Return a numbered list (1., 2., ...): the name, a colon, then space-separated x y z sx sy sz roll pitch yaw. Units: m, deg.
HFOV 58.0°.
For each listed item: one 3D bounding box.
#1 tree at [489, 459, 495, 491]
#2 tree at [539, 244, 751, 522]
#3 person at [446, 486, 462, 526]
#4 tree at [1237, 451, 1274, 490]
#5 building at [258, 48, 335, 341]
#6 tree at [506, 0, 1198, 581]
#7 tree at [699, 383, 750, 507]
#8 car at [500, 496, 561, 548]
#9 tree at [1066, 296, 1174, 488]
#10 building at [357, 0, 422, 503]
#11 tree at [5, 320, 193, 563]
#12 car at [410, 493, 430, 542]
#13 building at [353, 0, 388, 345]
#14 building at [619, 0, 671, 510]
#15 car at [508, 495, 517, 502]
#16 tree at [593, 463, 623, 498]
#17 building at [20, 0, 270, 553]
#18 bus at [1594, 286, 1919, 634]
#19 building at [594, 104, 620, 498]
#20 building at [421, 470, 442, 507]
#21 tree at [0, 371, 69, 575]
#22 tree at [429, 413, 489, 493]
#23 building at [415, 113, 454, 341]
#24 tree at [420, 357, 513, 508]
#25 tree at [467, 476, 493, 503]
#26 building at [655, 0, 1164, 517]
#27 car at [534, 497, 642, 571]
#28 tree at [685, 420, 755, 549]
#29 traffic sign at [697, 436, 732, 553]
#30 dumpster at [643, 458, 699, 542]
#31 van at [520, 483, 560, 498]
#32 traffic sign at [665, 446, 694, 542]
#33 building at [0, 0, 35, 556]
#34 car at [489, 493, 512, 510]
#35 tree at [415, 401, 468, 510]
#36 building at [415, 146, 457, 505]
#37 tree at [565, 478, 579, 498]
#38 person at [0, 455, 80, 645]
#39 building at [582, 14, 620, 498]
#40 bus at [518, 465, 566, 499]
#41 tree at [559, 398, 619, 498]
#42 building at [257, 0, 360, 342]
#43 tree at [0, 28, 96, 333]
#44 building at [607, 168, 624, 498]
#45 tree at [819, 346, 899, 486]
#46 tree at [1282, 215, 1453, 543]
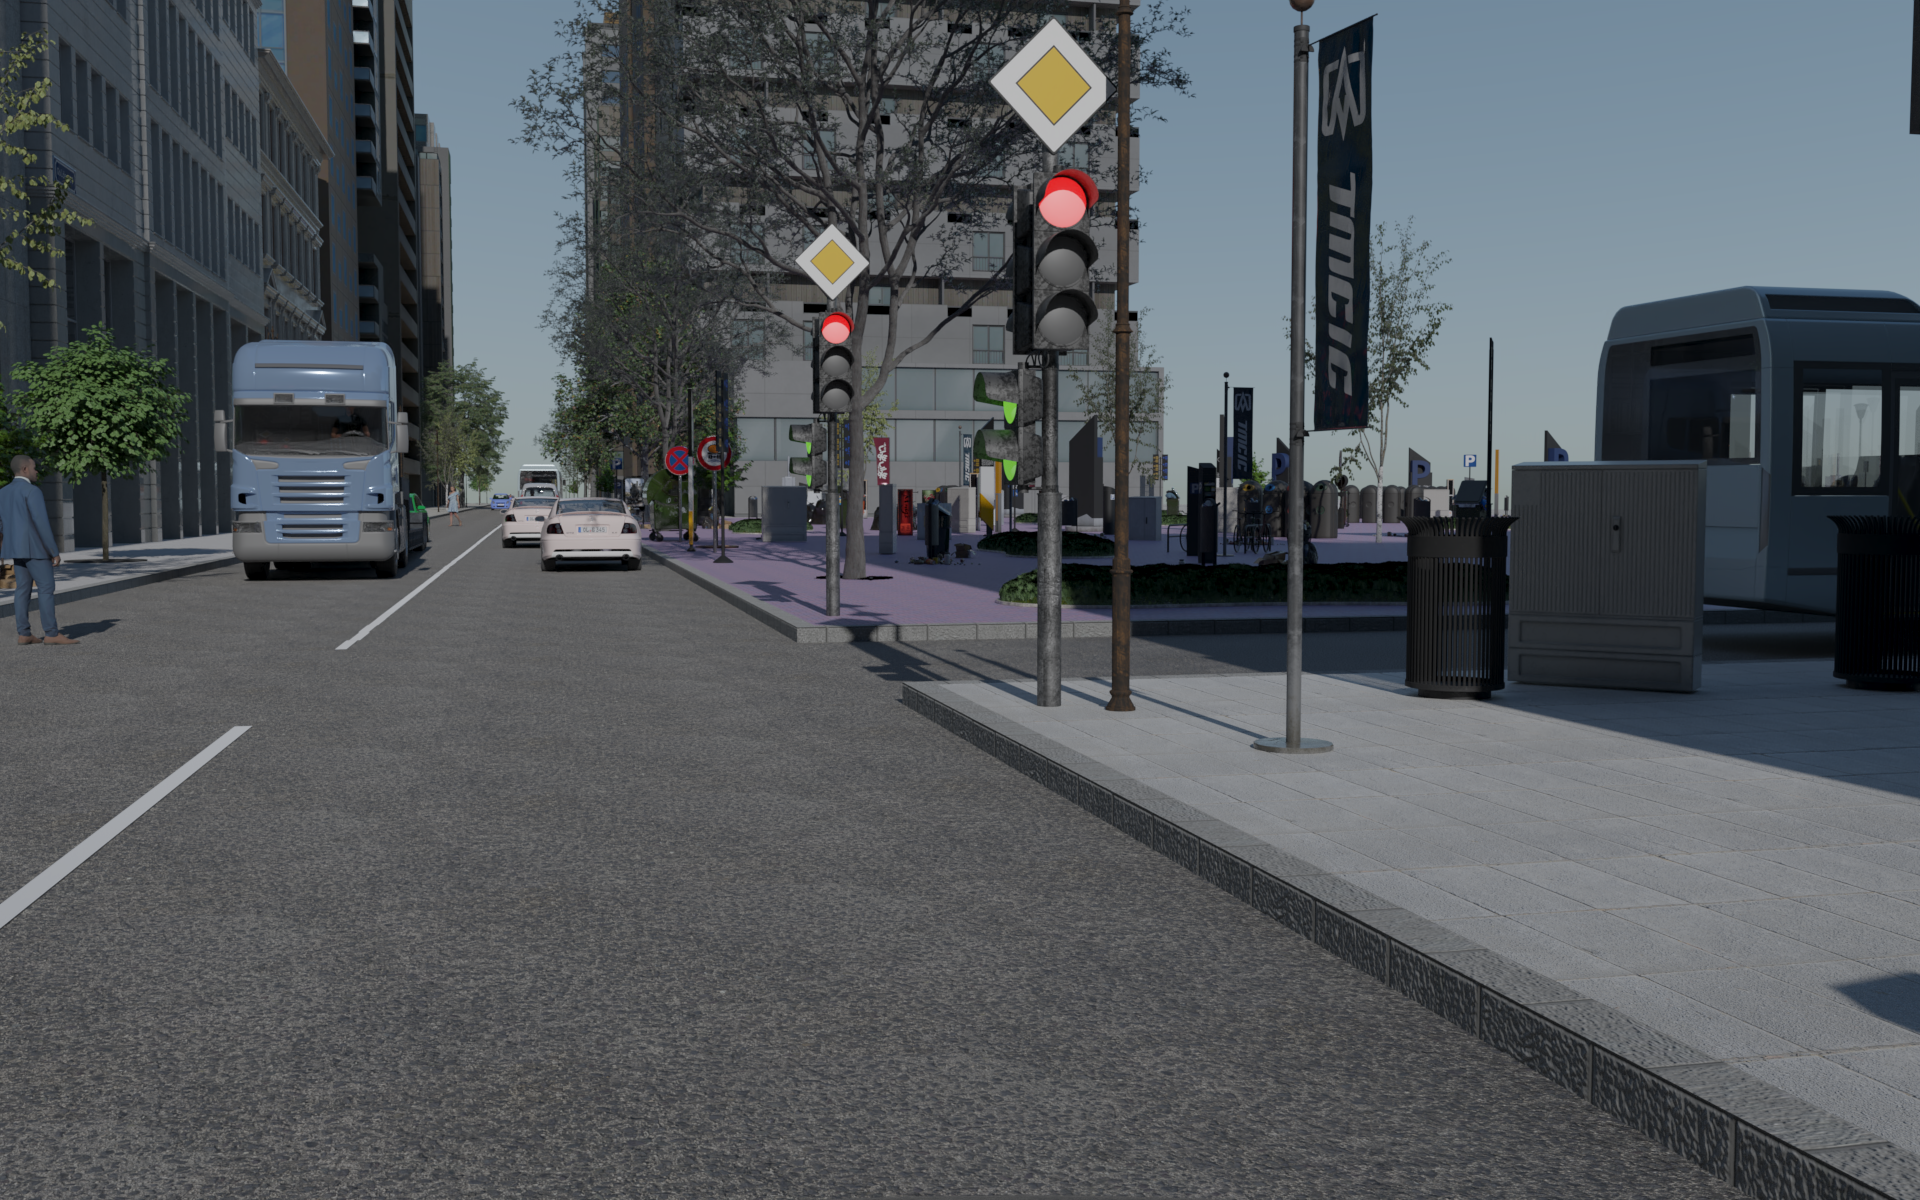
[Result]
1. tree: -59.056 -16.056 212.878 4.737 8.622 4.395 0 3 0
2. tree: -14.237 -9.872 78.422 9.611 12.733 9.660 0 3 0
3. person: -22.542 -4.186 77.039 0.616 1.811 0.778 2 4 24
4. tree: 13.200 -5.090 77.820 1.663 3.219 1.824 0 3 0
5. building: -34.209 -14.600 74.864 11.583 22.565 21.152 -1 4 -14
6. tree: -1.475 -7.062 25.830 12.009 13.543 11.850 0 3 0
7. tree: -12.747 -8.379 87.365 4.360 8.622 3.978 0 3 0
8. car: -11.535 -2.145 47.428 2.083 1.381 4.827 -1 4 -12
9. tree: 5.984 -6.947 63.944 4.360 8.622 3.978 0 3 0
10. building: -55.957 -31.613 140.578 21.300 48.544 21.600 -1 4 -14
11. tree: -16.303 -2.998 32.729 4.285 4.588 4.351 0 3 0
12. car: -16.327 -2.508 49.802 1.959 1.807 4.718 -1 4 -12
13. building: -48.788 -48.935 112.753 22.319 86.520 31.000 -1 4 -14
14. building: -20.456 -30.097 142.192 14.600 45.320 14.200 -1 4 -14
15. car: -60.347 -13.416 231.711 2.083 1.381 4.827 -1 4 -12
16. tree: -19.407 -6.207 96.091 1.663 3.219 1.824 0 3 0
17. building: -28.236 -16.662 49.924 11.434 29.767 29.804 -1 4 -14
18. bus: 13.103 -1.403 17.792 13.247 3.499 2.948 -1 4 -14
19. building: -31.563 -30.713 185.753 14.154 41.232 14.086 -1 4 -14
20. building: -64.908 -45.270 178.413 20.563 71.187 20.611 -1 4 -14
21. tree: -15.042 -1.989 27.116 1.663 3.219 1.824 0 3 0
22. tree: -44.011 -12.273 151.018 4.737 8.622 4.395 0 3 0
23. building: -75.554 -36.564 217.425 23.786 49.044 30.456 -1 4 -14
24. tree: -46.332 -15.521 160.420 9.857 13.997 8.962 0 3 0
25. tree: -67.369 -15.879 243.328 4.285 4.588 4.351 0 3 0
26. building: -4.863 -31.833 109.705 28.713 52.752 27.495 -1 4 -14
27. car: -7.189 -1.300 33.614 2.083 1.381 4.827 -1 4 -13
28. tree: -5.675 -2.855 41.280 1.663 3.219 1.824 0 3 0
29. traffic sign: -5.370 -2.312 37.903 0.768 2.556 0.104 -1 4 -13
30. dumpster: -7.815 -2.728 47.104 1.502 2.255 1.985 -1 4 -13
31. van: -16.573 -3.754 68.388 2.013 2.044 4.112 -1 4 -13
32. traffic sign: -7.428 -2.805 45.975 0.768 2.556 0.104 0 4 -5
33. building: -23.474 -12.701 25.687 12.078 24.808 19.932 -1 4 -14
34. car: -40.550 -8.772 153.007 1.945 1.707 3.694 -1 4 -14
35. tree: -40.847 -11.438 137.378 4.360 8.622 3.978 0 3 0
36. building: -65.240 -31.405 197.060 14.154 41.232 14.086 -1 4 -14
37. tree: -43.149 -12.188 193.872 1.663 3.219 1.824 0 3 0
38. person: -8.826 -0.475 16.453 0.721 1.800 0.419 1 4 16
39. building: -37.106 -41.542 221.216 21.231 58.520 28.212 -1 4 -14
40. bus: -27.663 -7.319 114.527 2.948 3.499 13.247 -1 4 -12
41. tree: -26.921 -10.739 125.938 4.360 8.622 3.978 0 3 0
42. building: -40.422 -27.077 92.821 14.600 45.320 14.200 -1 4 -14
43. tree: -12.507 -4.253 19.897 4.737 8.622 4.395 0 3 0
44. building: -24.822 -23.591 157.418 14.160 30.474 14.107 -1 4 -14
45. tree: -4.966 -8.338 86.696 4.737 8.622 4.395 0 3 0
46. tree: 10.930 -5.836 45.788 4.360 8.622 3.978 0 3 0
